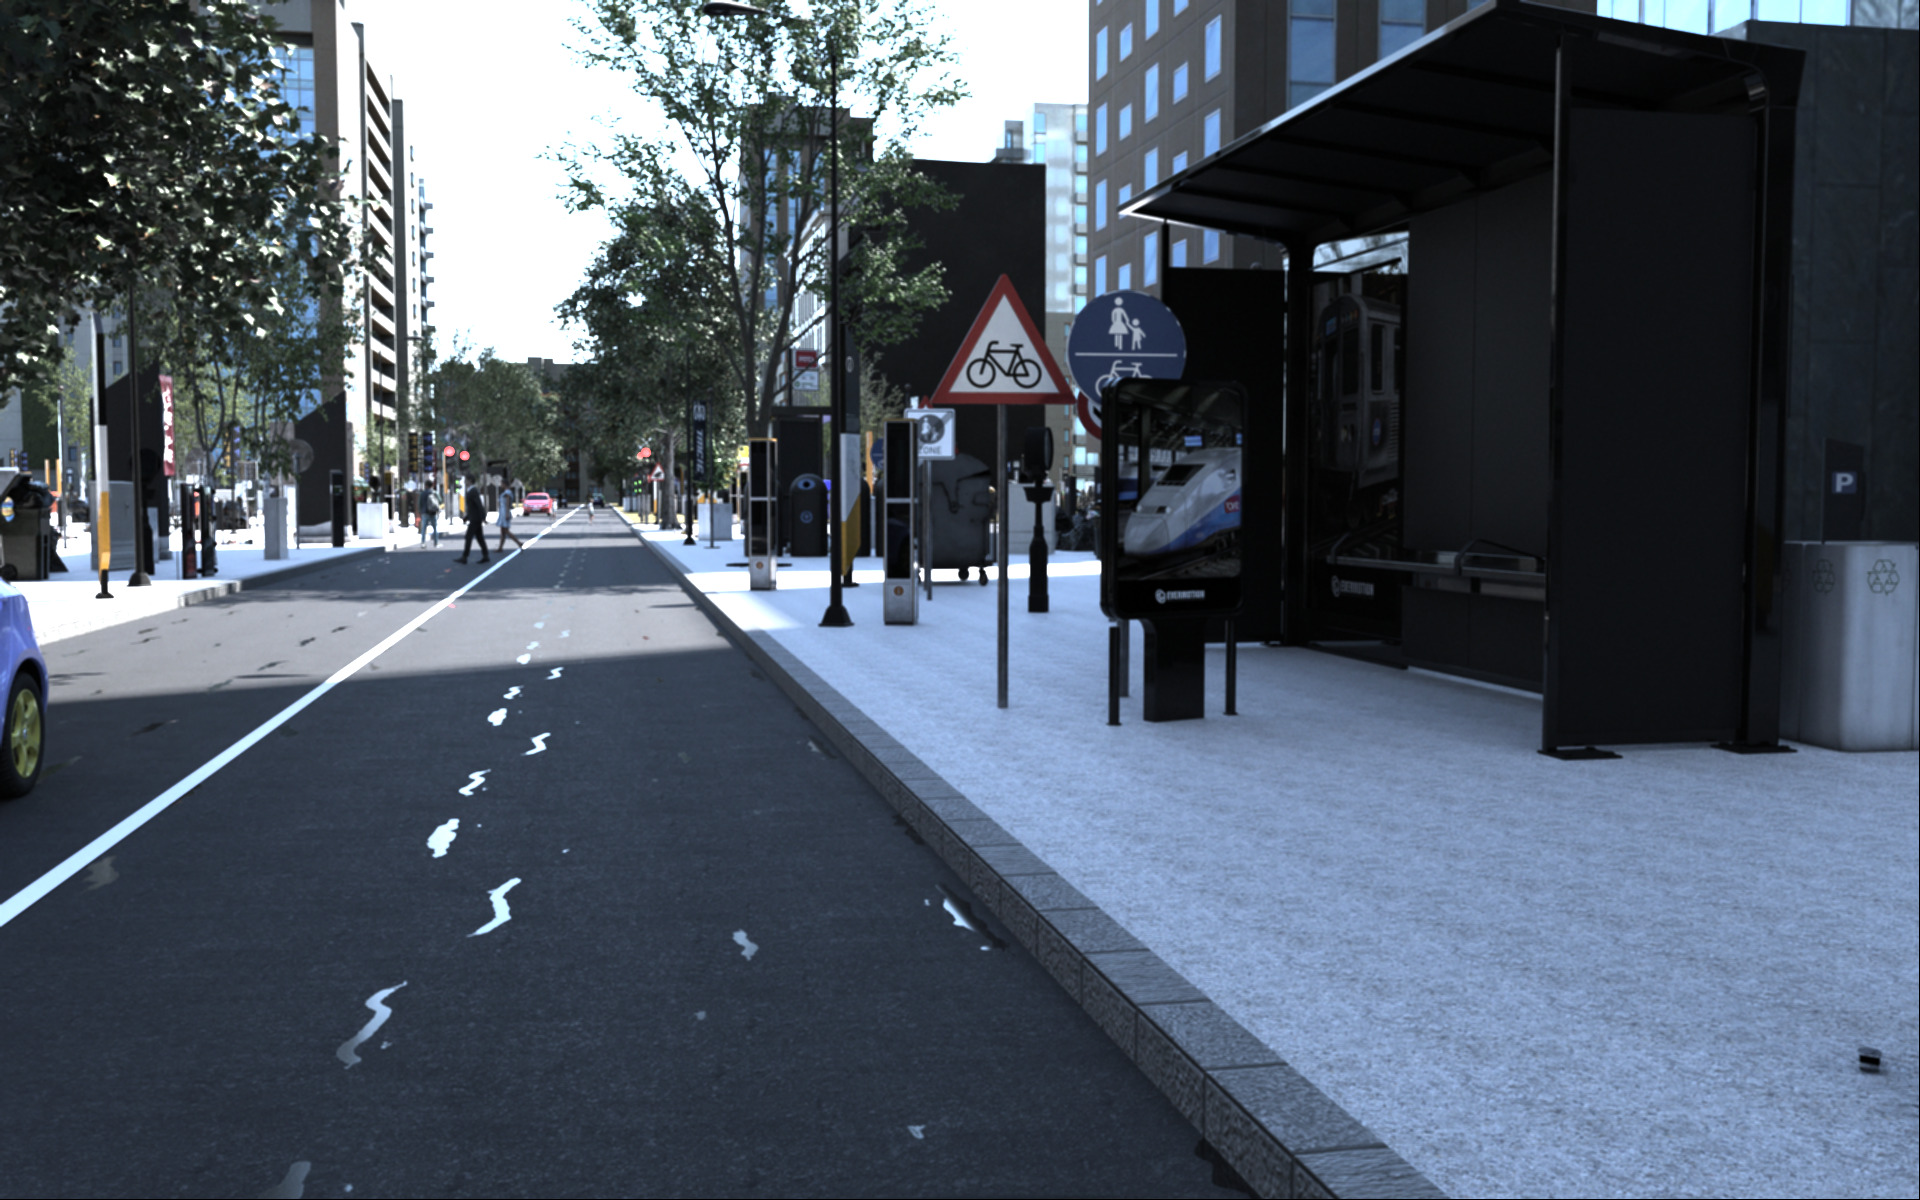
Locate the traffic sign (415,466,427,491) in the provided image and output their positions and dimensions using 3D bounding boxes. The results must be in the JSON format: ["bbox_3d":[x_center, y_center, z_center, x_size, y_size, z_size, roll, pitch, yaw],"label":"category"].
[{"bbox_3d":[-24.632,-4.861,79.586,0.768,2.556,0.104,0,4,-5],"label":"traffic sign"}]

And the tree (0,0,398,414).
[{"bbox_3d":[-9.423,-5.892,13.335,9.611,12.733,9.660,0,3,0],"label":"tree"}]

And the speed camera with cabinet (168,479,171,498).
[{"bbox_3d":[-48.909,-6.773,105.079,2.038,3.252,0.660,1,4,19],"label":"speed camera with cabinet"}]

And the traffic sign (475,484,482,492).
[{"bbox_3d":[-41.298,-9.086,148.561,0.884,2.594,0.081,-1,4,-9],"label":"traffic sign"}]

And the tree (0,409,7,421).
[{"bbox_3d":[-49.617,-8.274,85.644,4.360,8.622,3.978,0,3,0],"label":"tree"}]

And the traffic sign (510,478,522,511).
[{"bbox_3d":[-34.263,-8.176,133.679,0.884,2.594,0.081,-1,4,-11],"label":"traffic sign"}]

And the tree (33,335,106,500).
[{"bbox_3d":[-40.988,-8.004,81.230,4.737,8.622,4.395,0,3,0],"label":"tree"}]

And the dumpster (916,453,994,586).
[{"bbox_3d":[-0.273,-1.166,24.828,1.264,1.857,1.865,-1,4,-12],"label":"dumpster"}]

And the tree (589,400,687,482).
[{"bbox_3d":[-25.330,-14.136,137.772,9.857,13.997,8.962,0,3,0],"label":"tree"}]

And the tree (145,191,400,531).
[{"bbox_3d":[-14.878,-5.336,37.609,4.737,8.622,4.395,0,3,0],"label":"tree"}]

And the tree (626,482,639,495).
[{"bbox_3d":[-26.864,-9.164,144.430,1.663,3.219,1.824,0,3,0],"label":"tree"}]

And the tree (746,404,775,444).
[{"bbox_3d":[-15.523,-11.428,137.209,4.737,8.622,4.395,0,3,0],"label":"tree"}]

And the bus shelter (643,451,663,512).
[{"bbox_3d":[-21.199,-8.760,120.853,2.179,5.291,8.768,-1,4,-12],"label":"bus shelter"}]

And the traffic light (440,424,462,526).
[{"bbox_3d":[-20.346,-4.912,69.229,0.839,4.253,0.868,-1,4,-12],"label":"traffic light"}]

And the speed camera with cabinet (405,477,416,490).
[{"bbox_3d":[-39.934,-8.177,128.022,2.038,3.252,0.660,-2,4,-32],"label":"speed camera with cabinet"}]

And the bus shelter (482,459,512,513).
[{"bbox_3d":[-31.786,-7.817,119.091,1.731,3.624,6.357,-1,4,-12],"label":"bus shelter"}]

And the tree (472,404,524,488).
[{"bbox_3d":[-34.459,-10.963,129.600,4.360,8.622,3.978,0,3,0],"label":"tree"}]

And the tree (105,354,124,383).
[{"bbox_3d":[-28.988,-7.037,65.421,4.737,8.622,4.395,0,3,0],"label":"tree"}]

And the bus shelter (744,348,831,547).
[{"bbox_3d":[-4.444,-4.144,45.391,2.179,5.291,8.768,-1,4,-12],"label":"bus shelter"}]

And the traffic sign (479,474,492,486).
[{"bbox_3d":[-29.377,-6.555,107.272,0.768,2.556,0.104,0,4,-3],"label":"traffic sign"}]

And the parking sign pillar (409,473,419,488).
[{"bbox_3d":[-41.315,-8.738,131.332,1.447,3.967,1.447,0,4,3],"label":"parking sign pillar"}]

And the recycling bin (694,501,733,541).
[{"bbox_3d":[-6.755,-2.155,47.793,0.722,1.027,0.722,-3,5,-42],"label":"recycling bin"}]

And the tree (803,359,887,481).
[{"bbox_3d":[-6.183,-8.820,94.572,4.737,8.622,4.395,0,3,0],"label":"tree"}]

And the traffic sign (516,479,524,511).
[{"bbox_3d":[-34.415,-8.184,134.995,0.795,2.450,0.064,0,4,-7],"label":"traffic sign"}]

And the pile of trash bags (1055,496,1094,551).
[{"bbox_3d":[2.599,-1.877,40.438,1.912,1.369,3.447,-2,4,-24],"label":"pile of trash bags"}]

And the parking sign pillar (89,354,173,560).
[{"bbox_3d":[-16.121,-2.761,33.622,1.447,3.967,1.447,0,4,-4],"label":"parking sign pillar"}]

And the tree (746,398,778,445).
[{"bbox_3d":[-15.253,-10.952,129.434,4.360,8.622,3.978,0,3,0],"label":"tree"}]

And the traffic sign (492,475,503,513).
[{"bbox_3d":[-30.666,-7.016,114.816,0.768,2.556,0.104,0,4,-4],"label":"traffic sign"}]

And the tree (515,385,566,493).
[{"bbox_3d":[-42.031,-15.398,169.880,7.486,12.596,7.792,0,3,0],"label":"tree"}]

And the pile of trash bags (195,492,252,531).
[{"bbox_3d":[-26.365,-3.129,60.904,1.912,1.369,3.447,0,4,0],"label":"pile of trash bags"}]

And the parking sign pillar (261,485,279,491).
[{"bbox_3d":[-41.342,-7.160,105.539,1.447,3.967,1.447,1,4,10],"label":"parking sign pillar"}]

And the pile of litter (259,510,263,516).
[{"bbox_3d":[-40.172,-5.338,101.240,1.719,0.858,1.176,-1,4,-12],"label":"pile of litter"}]

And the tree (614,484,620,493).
[{"bbox_3d":[-42.835,-13.761,219.594,1.663,3.219,1.824,0,3,0],"label":"tree"}]

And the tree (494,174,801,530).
[{"bbox_3d":[-10.449,-8.859,61.859,9.611,12.733,9.660,0,3,0],"label":"tree"}]

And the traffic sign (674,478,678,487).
[{"bbox_3d":[-21.063,-7.757,126.937,0.768,2.556,0.104,-1,4,-11],"label":"traffic sign"}]

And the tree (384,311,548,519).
[{"bbox_3d":[-25.112,-9.364,87.509,8.767,10.594,7.601,0,4,4],"label":"tree"}]

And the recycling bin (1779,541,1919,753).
[{"bbox_3d":[4.684,0.220,8.960,0.722,1.027,0.722,-1,4,-9],"label":"recycling bin"}]

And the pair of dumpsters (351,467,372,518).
[{"bbox_3d":[-21.626,-3.550,60.533,1.574,2.255,4.437,-1,4,-12],"label":"pair of dumpsters"}]

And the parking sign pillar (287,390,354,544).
[{"bbox_3d":[-16.560,-3.458,45.018,1.447,3.967,1.447,0,4,-7],"label":"parking sign pillar"}]

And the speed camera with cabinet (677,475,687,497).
[{"bbox_3d":[-19.155,-7.912,123.691,2.038,3.252,0.660,-2,4,-33],"label":"speed camera with cabinet"}]

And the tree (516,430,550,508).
[{"bbox_3d":[-41.155,-12.905,161.366,4.737,8.622,4.395,0,3,0],"label":"tree"}]

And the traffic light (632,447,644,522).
[{"bbox_3d":[-14.479,-5.486,78.620,0.839,4.253,0.868,-1,4,-12],"label":"traffic light"}]

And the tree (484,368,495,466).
[{"bbox_3d":[-36.789,-13.725,141.414,9.611,12.733,9.660,0,3,0],"label":"tree"}]

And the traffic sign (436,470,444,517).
[{"bbox_3d":[-27.797,-5.654,92.444,0.884,2.594,0.081,-1,4,-11],"label":"traffic sign"}]

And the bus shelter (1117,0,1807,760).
[{"bbox_3d":[2.751,-1.232,11.434,1.731,3.624,6.357,-1,4,-12],"label":"bus shelter"}]

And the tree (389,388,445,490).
[{"bbox_3d":[-36.109,-10.100,115.492,4.360,8.622,3.978,0,3,0],"label":"tree"}]

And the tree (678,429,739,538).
[{"bbox_3d":[-7.221,-3.419,50.509,1.663,3.219,1.824,0,3,0],"label":"tree"}]

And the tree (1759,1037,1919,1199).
[{"bbox_3d":[2.367,-4.719,2.906,9.928,11.665,9.643,0,3,0],"label":"tree"}]

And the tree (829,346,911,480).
[{"bbox_3d":[-4.511,-8.168,83.903,4.360,8.622,3.978,0,3,0],"label":"tree"}]

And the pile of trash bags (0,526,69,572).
[{"bbox_3d":[-15.549,-1.130,28.233,1.912,1.369,3.447,-1,4,-12],"label":"pile of trash bags"}]

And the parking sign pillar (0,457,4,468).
[{"bbox_3d":[-70.297,-8.417,126.089,1.447,3.967,1.447,-2,4,-29],"label":"parking sign pillar"}]

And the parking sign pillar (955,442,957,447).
[{"bbox_3d":[-0.379,-6.200,89.839,1.447,3.967,1.447,-2,4,-26],"label":"parking sign pillar"}]

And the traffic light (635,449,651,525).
[{"bbox_3d":[-12.849,-5.008,70.803,0.839,4.253,0.868,-1,4,-12],"label":"traffic light"}]

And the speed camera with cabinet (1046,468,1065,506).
[{"bbox_3d":[6.251,-7.264,113.108,2.038,3.252,0.660,-1,4,-18],"label":"speed camera with cabinet"}]

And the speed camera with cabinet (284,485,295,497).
[{"bbox_3d":[-24.904,-4.413,66.493,2.038,3.252,0.660,-2,4,-33],"label":"speed camera with cabinet"}]

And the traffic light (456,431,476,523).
[{"bbox_3d":[-21.976,-5.390,77.046,0.839,4.253,0.868,-1,4,-12],"label":"traffic light"}]

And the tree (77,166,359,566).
[{"bbox_3d":[-13.416,-4.910,30.635,4.360,8.622,3.978,0,3,0],"label":"tree"}]

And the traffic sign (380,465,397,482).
[{"bbox_3d":[-25.181,-4.653,76.078,0.884,2.594,0.081,-1,4,-10],"label":"traffic sign"}]
